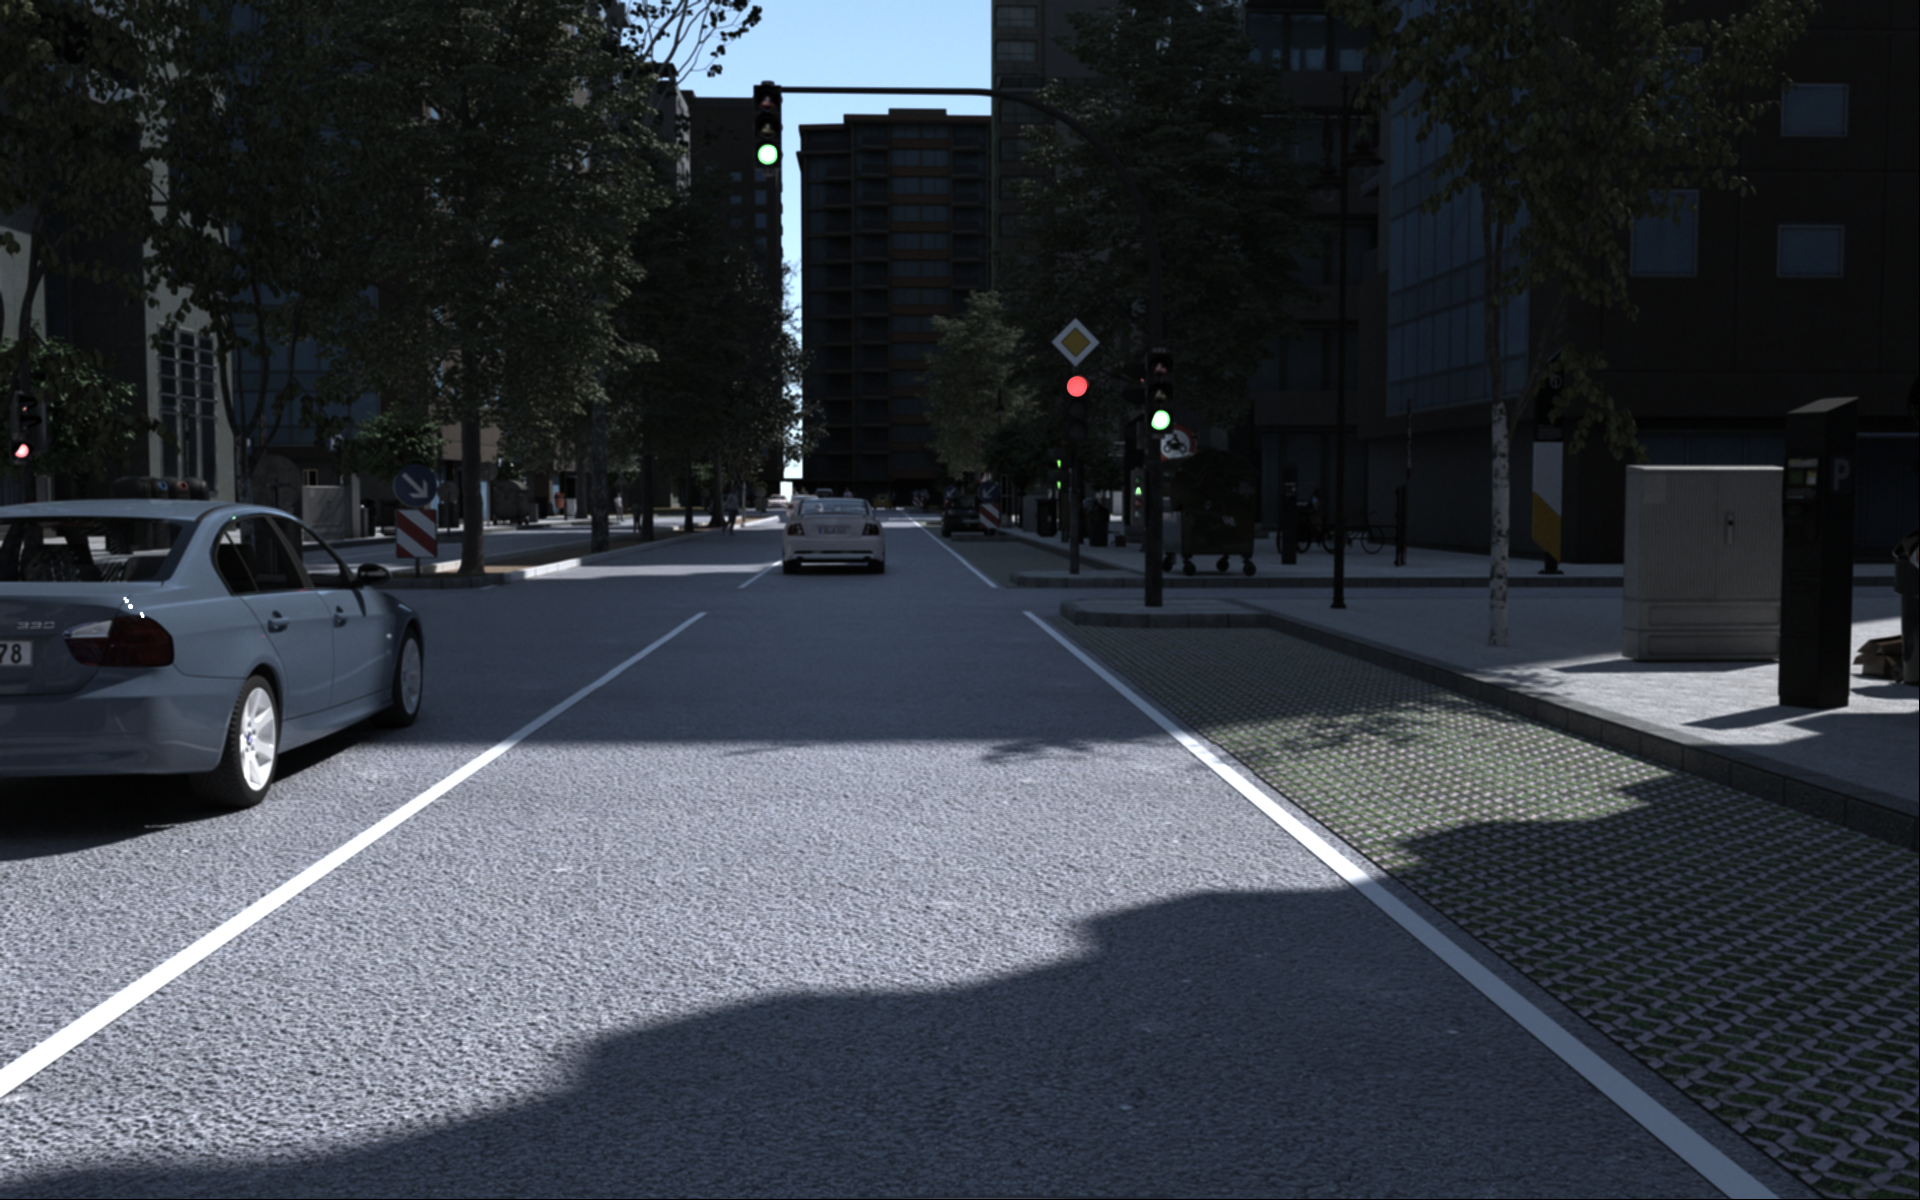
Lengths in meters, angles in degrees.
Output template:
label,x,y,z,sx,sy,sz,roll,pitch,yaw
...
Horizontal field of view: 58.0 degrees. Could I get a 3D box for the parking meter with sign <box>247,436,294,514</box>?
label,x,y,z,sx,sy,sz,roll,pitch,yaw
parking meter with sign,-21.153,-3.465,52.909,0.543,3.016,1.738,1,4,22

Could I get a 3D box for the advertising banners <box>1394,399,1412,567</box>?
label,x,y,z,sx,sy,sz,roll,pitch,yaw
advertising banners,8.035,-2.150,31.336,0.090,3.025,2.074,1,4,21

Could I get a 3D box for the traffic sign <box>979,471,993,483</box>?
label,x,y,z,sx,sy,sz,roll,pitch,yaw
traffic sign,1.352,-5.201,85.040,0.884,2.594,0.081,0,4,6

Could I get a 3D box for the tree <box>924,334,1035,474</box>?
label,x,y,z,sx,sy,sz,roll,pitch,yaw
tree,1.264,-11.252,109.731,9.928,11.665,9.643,0,3,0

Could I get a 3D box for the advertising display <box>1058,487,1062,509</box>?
label,x,y,z,sx,sy,sz,roll,pitch,yaw
advertising display,4.598,-4.547,79.564,0.123,1.923,0.974,0,4,-1

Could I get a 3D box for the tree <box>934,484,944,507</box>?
label,x,y,z,sx,sy,sz,roll,pitch,yaw
tree,-1.941,-11.161,177.077,1.663,3.219,1.824,0,3,0

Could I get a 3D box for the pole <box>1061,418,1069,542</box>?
label,x,y,z,sx,sy,sz,roll,pitch,yaw
pole,2.790,-3.183,45.887,0.158,3.312,0.155,0,3,0

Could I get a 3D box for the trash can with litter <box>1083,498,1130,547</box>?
label,x,y,z,sx,sy,sz,roll,pitch,yaw
trash can with litter,3.627,-1.893,42.341,1.055,1.170,0.624,0,4,1

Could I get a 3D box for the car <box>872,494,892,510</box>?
label,x,y,z,sx,sy,sz,roll,pitch,yaw
car,-7.094,-9.127,159.458,2.015,1.641,3.980,0,4,-2

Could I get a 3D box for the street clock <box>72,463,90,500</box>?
label,x,y,z,sx,sy,sz,roll,pitch,yaw
street clock,-20.736,-2.222,40.897,0.471,2.002,0.358,3,5,42

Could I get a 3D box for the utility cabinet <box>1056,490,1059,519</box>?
label,x,y,z,sx,sy,sz,roll,pitch,yaw
utility cabinet,5.436,-4.807,87.272,1.173,1.500,0.318,2,4,28

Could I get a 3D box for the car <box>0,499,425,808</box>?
label,x,y,z,sx,sy,sz,roll,pitch,yaw
car,-4.155,0.175,9.143,2.014,1.417,4.499,0,4,-3

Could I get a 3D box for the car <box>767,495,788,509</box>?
label,x,y,z,sx,sy,sz,roll,pitch,yaw
car,-17.802,-9.588,169.125,2.083,1.381,4.827,0,4,-3

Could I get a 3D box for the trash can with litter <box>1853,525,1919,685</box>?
label,x,y,z,sx,sy,sz,roll,pitch,yaw
trash can with litter,6.508,-0.027,11.828,0.624,1.170,1.055,0,4,-5

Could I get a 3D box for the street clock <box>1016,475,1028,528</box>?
label,x,y,z,sx,sy,sz,roll,pitch,yaw
street clock,2.312,-3.675,64.662,0.358,2.002,0.471,3,5,43

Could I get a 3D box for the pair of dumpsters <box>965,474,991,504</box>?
label,x,y,z,sx,sy,sz,roll,pitch,yaw
pair of dumpsters,1.164,-5.228,87.967,1.574,2.255,4.437,0,4,-3

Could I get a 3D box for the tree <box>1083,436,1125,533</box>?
label,x,y,z,sx,sy,sz,roll,pitch,yaw
tree,4.756,-3.820,57.065,1.663,3.219,1.824,0,3,0

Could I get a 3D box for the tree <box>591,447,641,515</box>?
label,x,y,z,sx,sy,sz,roll,pitch,yaw
tree,-21.611,-7.624,108.366,4.285,4.588,4.351,0,3,0

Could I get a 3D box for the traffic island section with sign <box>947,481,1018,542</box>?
label,x,y,z,sx,sy,sz,roll,pitch,yaw
traffic island section with sign,0.726,-2.682,52.477,1.989,1.847,2.006,0,4,-3

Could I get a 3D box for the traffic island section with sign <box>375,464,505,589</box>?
label,x,y,z,sx,sy,sz,roll,pitch,yaw
traffic island section with sign,-8.301,-1.153,26.984,2.006,1.907,1.989,0,4,-3

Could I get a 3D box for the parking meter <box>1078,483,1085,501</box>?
label,x,y,z,sx,sy,sz,roll,pitch,yaw
parking meter,5.363,-4.379,77.301,0.399,1.863,0.255,3,5,43

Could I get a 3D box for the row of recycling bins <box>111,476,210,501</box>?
label,x,y,z,sx,sy,sz,roll,pitch,yaw
row of recycling bins,-18.790,-2.054,40.700,1.069,1.692,3.534,0,4,3

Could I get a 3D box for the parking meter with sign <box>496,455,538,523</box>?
label,x,y,z,sx,sy,sz,roll,pitch,yaw
parking meter with sign,-19.779,-4.967,77.466,1.738,3.016,0.543,0,4,2

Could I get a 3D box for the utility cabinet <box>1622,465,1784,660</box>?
label,x,y,z,sx,sy,sz,roll,pitch,yaw
utility cabinet,5.731,-0.282,13.282,1.173,1.500,0.318,0,4,-4

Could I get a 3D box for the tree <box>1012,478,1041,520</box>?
label,x,y,z,sx,sy,sz,roll,pitch,yaw
tree,3.124,-5.555,85.430,1.663,3.219,1.824,0,3,0

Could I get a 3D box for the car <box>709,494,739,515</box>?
label,x,y,z,sx,sy,sz,roll,pitch,yaw
car,-16.349,-6.616,120.173,2.014,1.417,4.499,0,4,-1

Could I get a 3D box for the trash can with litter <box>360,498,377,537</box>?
label,x,y,z,sx,sy,sz,roll,pitch,yaw
trash can with litter,-17.848,-2.466,51.699,0.624,1.170,1.055,-3,5,-42

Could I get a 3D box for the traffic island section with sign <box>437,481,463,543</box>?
label,x,y,z,sx,sy,sz,roll,pitch,yaw
traffic island section with sign,-15.332,-2.630,51.635,1.989,1.847,2.006,0,4,-3

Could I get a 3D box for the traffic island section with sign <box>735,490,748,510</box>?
label,x,y,z,sx,sy,sz,roll,pitch,yaw
traffic island section with sign,-20.130,-8.991,155.636,1.989,1.847,2.006,0,4,-3

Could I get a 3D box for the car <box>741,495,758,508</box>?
label,x,y,z,sx,sy,sz,roll,pitch,yaw
car,-21.189,-9.967,175.534,1.945,1.354,3.894,0,4,-3

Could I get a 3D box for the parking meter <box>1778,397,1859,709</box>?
label,x,y,z,sx,sy,sz,roll,pitch,yaw
parking meter,5.167,-0.289,10.438,0.399,1.863,0.255,-2,4,-31

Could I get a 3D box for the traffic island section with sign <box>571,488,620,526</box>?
label,x,y,z,sx,sy,sz,roll,pitch,yaw
traffic island section with sign,-16.597,-4.312,79.132,1.989,1.847,2.006,0,4,-3

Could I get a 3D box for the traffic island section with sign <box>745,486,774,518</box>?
label,x,y,z,sx,sy,sz,roll,pitch,yaw
traffic island section with sign,-11.778,-5.744,102.043,2.006,1.907,1.989,0,4,-3

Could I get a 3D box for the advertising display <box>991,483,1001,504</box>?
label,x,y,z,sx,sy,sz,roll,pitch,yaw
advertising display,1.840,-4.505,78.866,0.974,1.923,0.123,2,4,34

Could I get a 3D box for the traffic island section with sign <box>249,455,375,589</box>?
label,x,y,z,sx,sy,sz,roll,pitch,yaw
traffic island section with sign,-7.969,-0.700,19.585,2.006,1.907,1.989,0,4,-3

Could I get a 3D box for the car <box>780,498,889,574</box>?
label,x,y,z,sx,sy,sz,roll,pitch,yaw
car,-2.374,-1.241,32.657,2.083,1.381,4.827,0,4,-4

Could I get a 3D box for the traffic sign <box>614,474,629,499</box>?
label,x,y,z,sx,sy,sz,roll,pitch,yaw
traffic sign,-19.821,-6.203,101.425,0.884,2.594,0.081,0,4,-1

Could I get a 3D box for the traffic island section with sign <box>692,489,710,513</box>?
label,x,y,z,sx,sy,sz,roll,pitch,yaw
traffic island section with sign,-18.897,-7.344,128.709,1.989,1.847,2.006,0,4,-3

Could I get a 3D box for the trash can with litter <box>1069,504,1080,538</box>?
label,x,y,z,sx,sy,sz,roll,pitch,yaw
trash can with litter,3.600,-2.385,50.388,0.624,1.170,1.055,3,5,44

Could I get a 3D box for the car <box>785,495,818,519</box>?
label,x,y,z,sx,sy,sz,roll,pitch,yaw
car,-7.907,-4.652,88.418,2.083,1.381,4.827,0,4,-4

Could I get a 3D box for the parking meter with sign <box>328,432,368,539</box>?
label,x,y,z,sx,sy,sz,roll,pitch,yaw
parking meter with sign,-17.530,-3.272,49.753,0.543,3.016,1.738,0,4,2

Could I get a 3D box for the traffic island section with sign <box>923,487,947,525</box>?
label,x,y,z,sx,sy,sz,roll,pitch,yaw
traffic island section with sign,-0.556,-4.369,80.067,1.989,1.847,2.006,0,4,-3

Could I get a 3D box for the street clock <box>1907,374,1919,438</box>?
label,x,y,z,sx,sy,sz,roll,pitch,yaw
street clock,5.325,-0.287,9.269,0.471,2.002,0.358,3,4,37

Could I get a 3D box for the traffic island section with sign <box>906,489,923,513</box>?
label,x,y,z,sx,sy,sz,roll,pitch,yaw
traffic island section with sign,-2.842,-7.404,129.681,1.989,1.847,2.006,0,4,-3

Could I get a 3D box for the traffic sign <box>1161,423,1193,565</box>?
label,x,y,z,sx,sy,sz,roll,pitch,yaw
traffic sign,3.881,-1.911,31.344,0.768,2.556,0.104,0,4,3

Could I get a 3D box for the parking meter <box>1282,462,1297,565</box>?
label,x,y,z,sx,sy,sz,roll,pitch,yaw
parking meter,6.007,-1.582,31.577,0.255,1.863,0.399,1,4,9

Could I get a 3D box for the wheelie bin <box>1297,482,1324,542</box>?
label,x,y,z,sx,sy,sz,roll,pitch,yaw
wheelie bin,9.252,-2.339,46.146,0.693,1.594,0.980,-3,4,-38

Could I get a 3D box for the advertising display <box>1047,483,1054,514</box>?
label,x,y,z,sx,sy,sz,roll,pitch,yaw
advertising display,5.260,-5.837,100.643,0.123,1.923,0.974,-1,4,-15

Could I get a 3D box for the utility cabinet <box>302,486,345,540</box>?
label,x,y,z,sx,sy,sz,roll,pitch,yaw
utility cabinet,-17.386,-2.363,47.322,0.318,1.500,1.173,2,4,28

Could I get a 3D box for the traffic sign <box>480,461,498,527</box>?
label,x,y,z,sx,sy,sz,roll,pitch,yaw
traffic sign,-18.405,-4.123,67.525,0.768,2.556,0.104,0,4,1

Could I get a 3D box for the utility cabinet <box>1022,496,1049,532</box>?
label,x,y,z,sx,sy,sz,roll,pitch,yaw
utility cabinet,2.530,-2.879,58.226,0.306,1.237,1.020,-3,4,-38

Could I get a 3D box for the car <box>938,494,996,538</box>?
label,x,y,z,sx,sy,sz,roll,pitch,yaw
car,0.264,-2.959,58.163,2.009,1.686,4.222,0,4,-2

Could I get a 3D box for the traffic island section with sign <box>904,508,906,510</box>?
label,x,y,z,sx,sy,sz,roll,pitch,yaw
traffic island section with sign,-4.089,-9.051,156.607,1.989,1.847,2.006,0,4,-3

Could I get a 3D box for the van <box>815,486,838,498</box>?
label,x,y,z,sx,sy,sz,roll,pitch,yaw
van,-10.513,-7.796,134.483,2.013,2.044,4.112,0,4,-4

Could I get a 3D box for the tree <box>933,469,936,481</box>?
label,x,y,z,sx,sy,sz,roll,pitch,yaw
tree,-0.499,-9.215,134.370,4.285,4.588,4.351,0,3,0

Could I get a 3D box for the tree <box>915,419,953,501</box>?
label,x,y,z,sx,sy,sz,roll,pitch,yaw
tree,-1.554,-12.170,149.348,4.360,8.622,3.978,0,3,0
